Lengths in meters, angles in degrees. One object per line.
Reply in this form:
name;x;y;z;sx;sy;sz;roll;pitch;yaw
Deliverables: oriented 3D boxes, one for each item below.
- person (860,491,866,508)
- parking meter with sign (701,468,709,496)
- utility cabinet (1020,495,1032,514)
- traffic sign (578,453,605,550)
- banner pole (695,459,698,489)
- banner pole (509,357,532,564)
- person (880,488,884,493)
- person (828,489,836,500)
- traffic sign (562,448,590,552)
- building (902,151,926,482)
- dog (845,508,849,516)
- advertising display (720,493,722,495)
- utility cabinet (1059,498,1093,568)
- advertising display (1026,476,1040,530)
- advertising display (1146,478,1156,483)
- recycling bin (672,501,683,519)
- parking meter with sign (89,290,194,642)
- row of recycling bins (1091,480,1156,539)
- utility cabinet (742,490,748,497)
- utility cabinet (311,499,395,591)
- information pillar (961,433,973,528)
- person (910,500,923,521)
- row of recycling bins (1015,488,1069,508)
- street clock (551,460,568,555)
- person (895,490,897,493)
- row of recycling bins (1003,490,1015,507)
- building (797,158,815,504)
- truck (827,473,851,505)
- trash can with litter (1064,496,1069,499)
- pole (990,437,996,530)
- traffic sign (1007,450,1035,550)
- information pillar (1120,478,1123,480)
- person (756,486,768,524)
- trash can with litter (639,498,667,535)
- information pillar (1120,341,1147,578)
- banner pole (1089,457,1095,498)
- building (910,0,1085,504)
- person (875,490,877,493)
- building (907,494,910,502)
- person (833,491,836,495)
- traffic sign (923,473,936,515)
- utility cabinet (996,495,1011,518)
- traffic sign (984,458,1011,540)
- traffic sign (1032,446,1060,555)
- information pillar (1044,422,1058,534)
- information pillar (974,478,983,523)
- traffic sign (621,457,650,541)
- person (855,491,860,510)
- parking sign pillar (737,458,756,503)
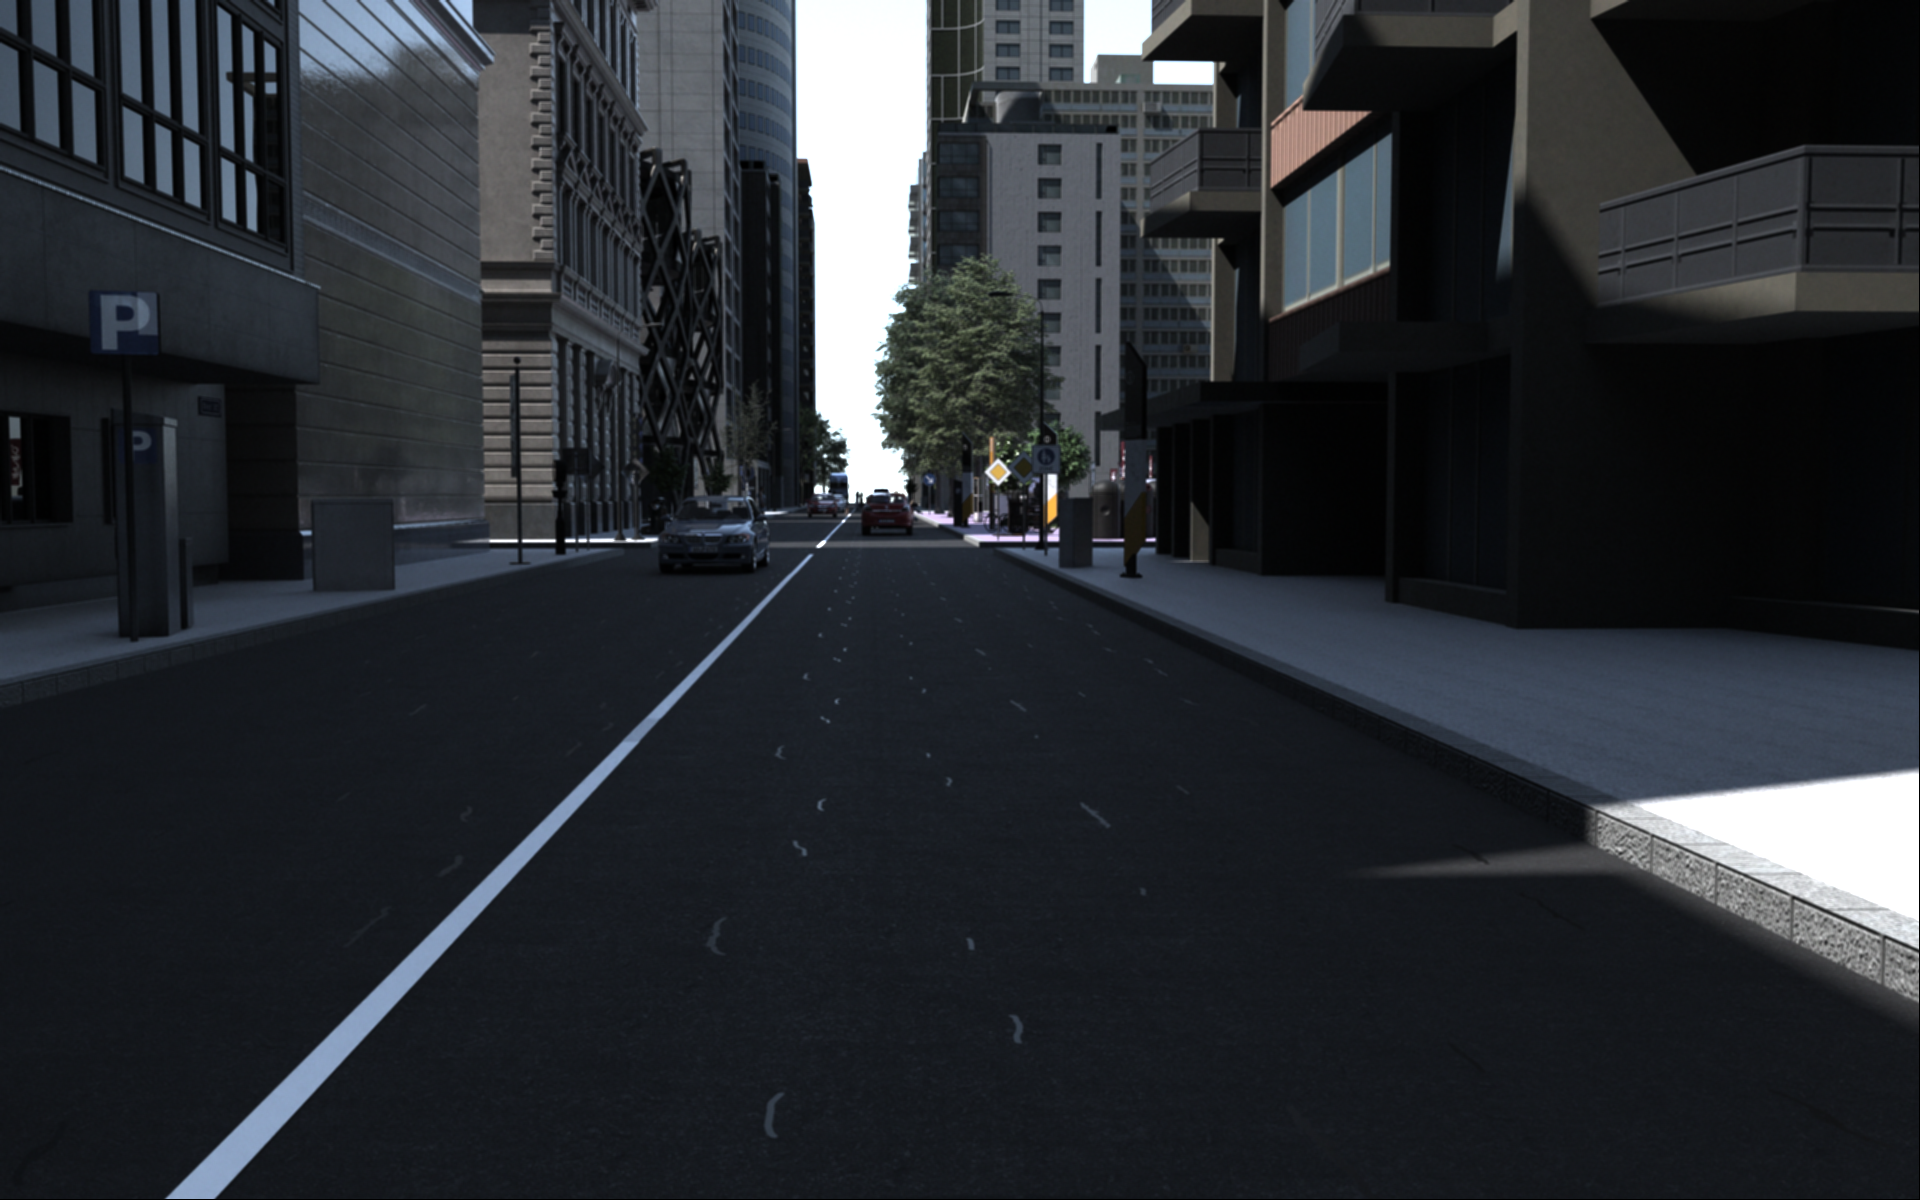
person;-10.028;-10.157;175.348;1.217;1.735;0.721;2;4;33
parking meter with sign;-16.686;-7.312;115.809;0.543;3.016;1.738;-2;4;-34
utility cabinet;3.145;-4.067;77.655;1.020;1.237;0.306;3;5;43
traffic sign;-8.463;-2.186;39.383;0.795;2.450;0.064;0;4;-3
banner pole;-16.553;-7.216;108.004;0.401;3.779;0.863;-3;5;-39
banner pole;-8.176;-2.561;31.886;0.401;3.779;0.863;-2;4;-27
person;-5.808;-7.460;130.104;1.348;1.869;0.705;1;4;10
person;-10.223;-7.772;135.586;1.348;1.822;0.705;-3;4;-37
traffic sign;-8.482;-2.212;38.304;0.606;2.300;0.079;0;4;-3
building;3.890;-38.136;243.129;23.786;49.044;30.456;0;4;-3
dog;-7.394;-5.754;113.365;0.540;0.507;0.406;2;4;29
advertising display;-17.024;-7.042;120.342;0.974;1.923;0.123;0;4;3
utility cabinet;2.043;-1.187;30.577;0.306;1.237;1.020;1;4;23
advertising display;2.832;-3.516;62.706;0.974;1.923;0.123;-2;4;-30
advertising display;7.725;-3.863;68.366;0.974;1.923;0.123;1;4;11
recycling bin;-13.947;-4.506;86.223;0.722;1.027;0.722;-1;4;-17
parking meter with sign;-7.381;-1.193;15.764;0.543;3.016;1.738;-1;4;-14
row of recycling bins;4.978;-2.665;50.681;1.069;1.692;3.534;3;4;39
utility cabinet;-11.557;-5.156;92.986;0.318;1.500;1.173;0;4;-5
utility cabinet;-8.092;-0.730;23.092;1.020;1.237;0.306;-1;4;-23
information pillar;0.276;-4.575;66.152;0.504;3.616;0.183;3;5;42
person;-2.457;-4.503;87.626;1.012;1.151;0.738;2;4;33
row of recycling bins;5.510;-6.425;112.158;3.534;1.692;1.069;2;4;35
street clock;-8.480;-1.966;36.718;0.358;2.002;0.471;-1;4;-21
person;-4.594;-7.083;125.026;1.217;1.735;0.721;-1;4;-11
row of recycling bins;3.995;-7.024;121.954;1.069;1.692;3.534;-2;4;-24
building;-29.862;-34.580;220.000;22.147;44.769;28.867;0;4;-3
truck;-15.840;-14.480;226.511;2.967;4.110;18.799;0;4;-4
trash can with litter;6.732;-5.688;104.380;1.055;1.170;0.624;-1;4;-16
pole;1.168;-4.171;62.046;0.158;3.312;0.155;0;3;0
traffic sign;1.468;-2.216;39.879;0.795;2.450;0.064;0;4;-3
information pillar;7.545;-4.584;79.438;0.304;2.012;0.304;-2;4;-35
person;-9.357;-4.446;81.285;0.778;1.811;0.616;-1;4;-12
trash can with litter;-9.682;-2.627;54.334;1.055;1.170;0.624;3;4;39
information pillar;2.673;-2.148;26.471;0.183;3.616;0.504;-2;4;-29
banner pole;8.881;-7.751;116.740;0.401;3.779;0.863;3;5;41
building;4.074;-47.626;216.942;20.563;71.187;20.611;0;4;-3
person;-6.363;-7.540;132.303;1.217;1.766;0.721;-1;4;-19
building;7.900;-35.417;270.947;32.217;40.220;23.993;0;4;-3
person;-10.831;-8.587;149.719;1.217;1.723;0.721;1;4;21
traffic sign;-1.858;-6.450;105.560;0.768;2.556;0.104;0;4;0
utility cabinet;2.226;-4.917;91.548;1.020;1.237;0.306;-3;4;-38
traffic sign;1.052;-2.704;47.854;0.795;2.450;0.064;0;4;-3
traffic sign;1.792;-2.076;36.079;0.606;2.300;0.079;0;4;4
information pillar;2.928;-3.974;56.328;0.504;3.616;0.183;2;4;26
information pillar;0.824;-4.462;77.444;0.304;2.012;0.304;-3;4;-37
traffic sign;-8.880;-2.674;47.358;0.795;2.450;0.064;0;4;-3
person;-9.415;-9.184;159.326;0.621;1.740;0.551;-3;5;-43
parking sign pillar;-14.639;-7.983;118.989;1.447;3.967;1.447;-3;5;-44
